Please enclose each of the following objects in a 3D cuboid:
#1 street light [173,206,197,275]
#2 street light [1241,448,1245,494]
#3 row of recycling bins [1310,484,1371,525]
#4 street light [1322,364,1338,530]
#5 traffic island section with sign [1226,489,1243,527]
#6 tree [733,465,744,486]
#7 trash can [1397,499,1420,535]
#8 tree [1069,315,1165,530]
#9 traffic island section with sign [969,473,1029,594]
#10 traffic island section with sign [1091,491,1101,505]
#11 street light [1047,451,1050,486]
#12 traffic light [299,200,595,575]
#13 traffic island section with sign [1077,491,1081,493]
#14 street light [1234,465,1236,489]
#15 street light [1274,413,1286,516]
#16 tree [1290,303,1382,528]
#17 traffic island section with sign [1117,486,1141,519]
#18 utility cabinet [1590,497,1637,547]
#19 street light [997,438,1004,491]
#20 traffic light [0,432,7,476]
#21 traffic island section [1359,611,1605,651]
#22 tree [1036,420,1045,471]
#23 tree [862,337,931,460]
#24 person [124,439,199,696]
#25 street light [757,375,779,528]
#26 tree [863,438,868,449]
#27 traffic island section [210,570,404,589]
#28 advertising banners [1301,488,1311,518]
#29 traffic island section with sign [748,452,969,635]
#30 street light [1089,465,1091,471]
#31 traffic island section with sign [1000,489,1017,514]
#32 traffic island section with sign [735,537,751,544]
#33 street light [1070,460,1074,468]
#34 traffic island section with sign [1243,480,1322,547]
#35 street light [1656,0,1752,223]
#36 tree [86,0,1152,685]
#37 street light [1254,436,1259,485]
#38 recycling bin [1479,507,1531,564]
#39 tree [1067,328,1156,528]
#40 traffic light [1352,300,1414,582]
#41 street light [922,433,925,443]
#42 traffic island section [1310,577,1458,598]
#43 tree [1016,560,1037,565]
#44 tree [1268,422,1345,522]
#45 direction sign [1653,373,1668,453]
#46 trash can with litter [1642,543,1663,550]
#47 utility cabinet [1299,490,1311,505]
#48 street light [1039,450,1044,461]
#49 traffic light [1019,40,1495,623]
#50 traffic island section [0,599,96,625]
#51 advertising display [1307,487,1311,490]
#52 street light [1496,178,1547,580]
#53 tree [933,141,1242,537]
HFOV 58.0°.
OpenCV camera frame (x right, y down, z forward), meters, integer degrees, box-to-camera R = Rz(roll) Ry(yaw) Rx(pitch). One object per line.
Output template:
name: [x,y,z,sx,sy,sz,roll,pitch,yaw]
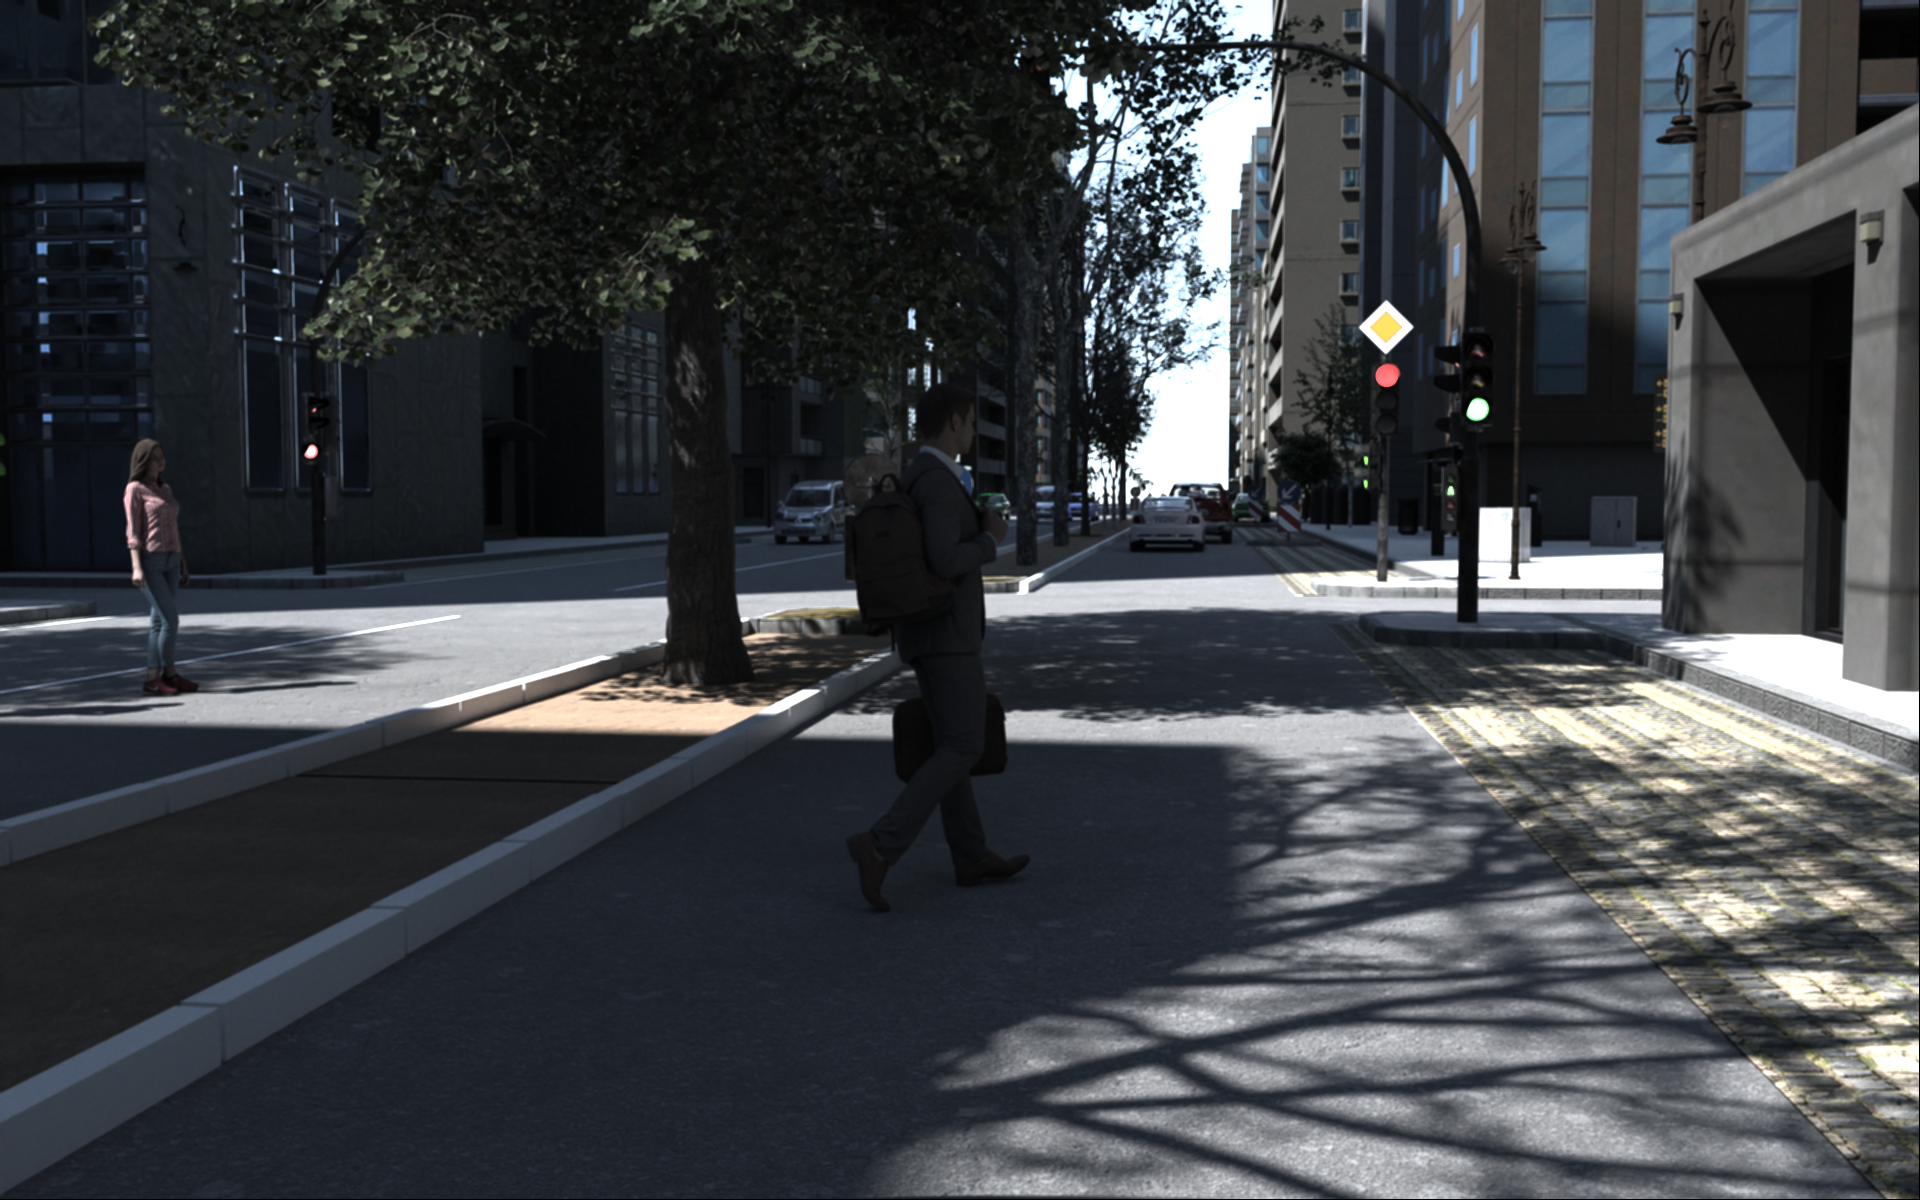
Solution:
street light: [-12.067,-3.385,28.133,0.468,5.910,1.993,0,4,8]
street light: [30.134,-12.950,184.515,0.468,5.910,1.993,0,4,8]
row of recycling bins: [16.062,-4.046,73.271,1.069,1.692,3.534,-2,4,-26]
street light: [13.213,-5.455,61.969,0.468,5.910,1.993,0,4,8]
traffic island section with sign: [12.613,-4.040,74.679,1.989,1.847,2.006,0,4,8]
tree: [-8.607,-4.027,60.438,1.663,3.219,1.824,0,3,0]
trash can: [14.137,-2.628,54.614,0.748,1.137,0.748,0,3,0]
tree: [6.145,-7.089,68.727,4.360,8.622,3.978,0,3,0]
traffic island section with sign: [-0.042,-1.081,25.817,2.006,1.907,1.989,0,4,8]
traffic island section with sign: [18.124,-13.826,234.689,1.989,1.847,2.006,0,4,8]
street light: [9.517,-13.050,186.155,0.468,5.910,1.993,0,4,8]
traffic light: [-8.077,-3.210,27.159,4.771,5.953,1.251,0,4,8]
traffic island section with sign: [14.384,-12.155,207.363,1.989,1.847,2.006,0,4,8]
street light: [34.995,-15.163,220.696,0.468,5.910,1.993,0,4,8]
street light: [18.841,-7.936,102.541,0.468,5.910,1.993,0,4,8]
tree: [14.806,-7.066,65.887,4.737,8.622,4.395,0,3,0]
traffic island section with sign: [10.126,-5.635,100.267,2.006,1.907,1.989,0,4,8]
utility cabinet: [15.886,-1.894,42.124,1.020,1.237,0.306,3,5,41]
street light: [3.259,-10.264,140.609,0.468,5.910,1.993,0,4,8]
traffic light: [-11.244,-1.870,19.495,0.839,4.253,0.868,0,4,8]
traffic island section: [5.107,0.299,17.398,2.009,0.180,2.903,0,4,8]
tree: [6.705,-13.600,172.724,4.737,8.622,4.395,0,3,0]
tree: [-3.917,-9.731,93.522,7.601,10.594,8.767,0,4,1]
person: [-5.708,-0.232,12.309,0.388,1.821,0.555,0,4,1]
street light: [-7.238,-5.666,65.424,0.468,5.910,1.993,0,4,8]
tree: [-5.756,-6.122,83.810,4.285,4.588,4.351,0,3,0]
traffic island section: [-10.200,-0.322,27.547,2.009,0.180,2.903,0,4,8]
advertising banners: [19.220,-6.022,94.653,2.074,3.025,0.090,3,5,42]
traffic island section with sign: [-1.055,-0.633,18.479,2.006,1.907,1.989,0,4,8]
street light: [19.396,-17.487,258.695,0.468,5.910,1.993,0,4,8]
traffic island section with sign: [3.267,-7.184,126.087,1.989,1.847,2.006,0,4,8]
traffic island section with sign: [-7.122,-2.534,50.052,1.989,1.847,2.006,0,4,8]
street light: [14.393,-15.263,222.335,0.468,5.910,1.993,0,4,8]
traffic island section with sign: [8.965,-2.406,47.971,1.989,1.847,2.006,0,4,8]
street light: [7.083,-2.683,16.648,0.468,5.910,1.993,0,4,8]
tree: [-1.931,-6.335,12.693,9.857,13.997,8.962,0,3,0]
street light: [23.717,-10.149,138.721,0.468,5.910,1.993,0,4,8]
recycling bin: [10.150,-1.206,32.273,0.722,1.027,0.722,3,5,43]
tree: [6.984,-7.727,79.162,4.737,8.622,4.395,0,3,0]
traffic light: [6.150,-2.219,25.201,0.839,4.253,0.868,0,4,8]
street light: [-1.777,-8.012,103.778,0.468,5.910,1.993,0,4,8]
traffic island section: [6.189,-0.185,25.310,2.009,0.180,2.903,0,4,8]
tree: [2.427,-10.689,33.109,12.611,20.169,13.585,0,3,0]
tree: [15.746,-5.833,79.076,4.285,4.588,4.351,0,3,0]
direction sign: [13.403,-2.467,32.326,0.876,3.537,0.379,2,4,29]
trash can with litter: [16.749,-1.741,39.527,1.678,1.210,2.233,-3,5,-40]
utility cabinet: [19.587,-5.433,97.504,1.173,1.500,0.318,2,4,27]
street light: [8.277,-12.478,176.801,0.468,5.910,1.993,0,4,8]
traffic light: [2.984,-2.616,17.431,4.771,5.953,1.251,0,4,8]
traffic island section: [-11.282,0.162,19.635,2.009,0.180,2.903,0,4,8]
advertising display: [19.973,-5.760,99.390,0.123,1.923,0.974,0,4,1]
street light: [8.316,-3.242,25.792,0.468,5.910,1.993,0,4,8]
tree: [4.229,-8.903,58.393,12.009,13.543,11.850,0,3,0]
